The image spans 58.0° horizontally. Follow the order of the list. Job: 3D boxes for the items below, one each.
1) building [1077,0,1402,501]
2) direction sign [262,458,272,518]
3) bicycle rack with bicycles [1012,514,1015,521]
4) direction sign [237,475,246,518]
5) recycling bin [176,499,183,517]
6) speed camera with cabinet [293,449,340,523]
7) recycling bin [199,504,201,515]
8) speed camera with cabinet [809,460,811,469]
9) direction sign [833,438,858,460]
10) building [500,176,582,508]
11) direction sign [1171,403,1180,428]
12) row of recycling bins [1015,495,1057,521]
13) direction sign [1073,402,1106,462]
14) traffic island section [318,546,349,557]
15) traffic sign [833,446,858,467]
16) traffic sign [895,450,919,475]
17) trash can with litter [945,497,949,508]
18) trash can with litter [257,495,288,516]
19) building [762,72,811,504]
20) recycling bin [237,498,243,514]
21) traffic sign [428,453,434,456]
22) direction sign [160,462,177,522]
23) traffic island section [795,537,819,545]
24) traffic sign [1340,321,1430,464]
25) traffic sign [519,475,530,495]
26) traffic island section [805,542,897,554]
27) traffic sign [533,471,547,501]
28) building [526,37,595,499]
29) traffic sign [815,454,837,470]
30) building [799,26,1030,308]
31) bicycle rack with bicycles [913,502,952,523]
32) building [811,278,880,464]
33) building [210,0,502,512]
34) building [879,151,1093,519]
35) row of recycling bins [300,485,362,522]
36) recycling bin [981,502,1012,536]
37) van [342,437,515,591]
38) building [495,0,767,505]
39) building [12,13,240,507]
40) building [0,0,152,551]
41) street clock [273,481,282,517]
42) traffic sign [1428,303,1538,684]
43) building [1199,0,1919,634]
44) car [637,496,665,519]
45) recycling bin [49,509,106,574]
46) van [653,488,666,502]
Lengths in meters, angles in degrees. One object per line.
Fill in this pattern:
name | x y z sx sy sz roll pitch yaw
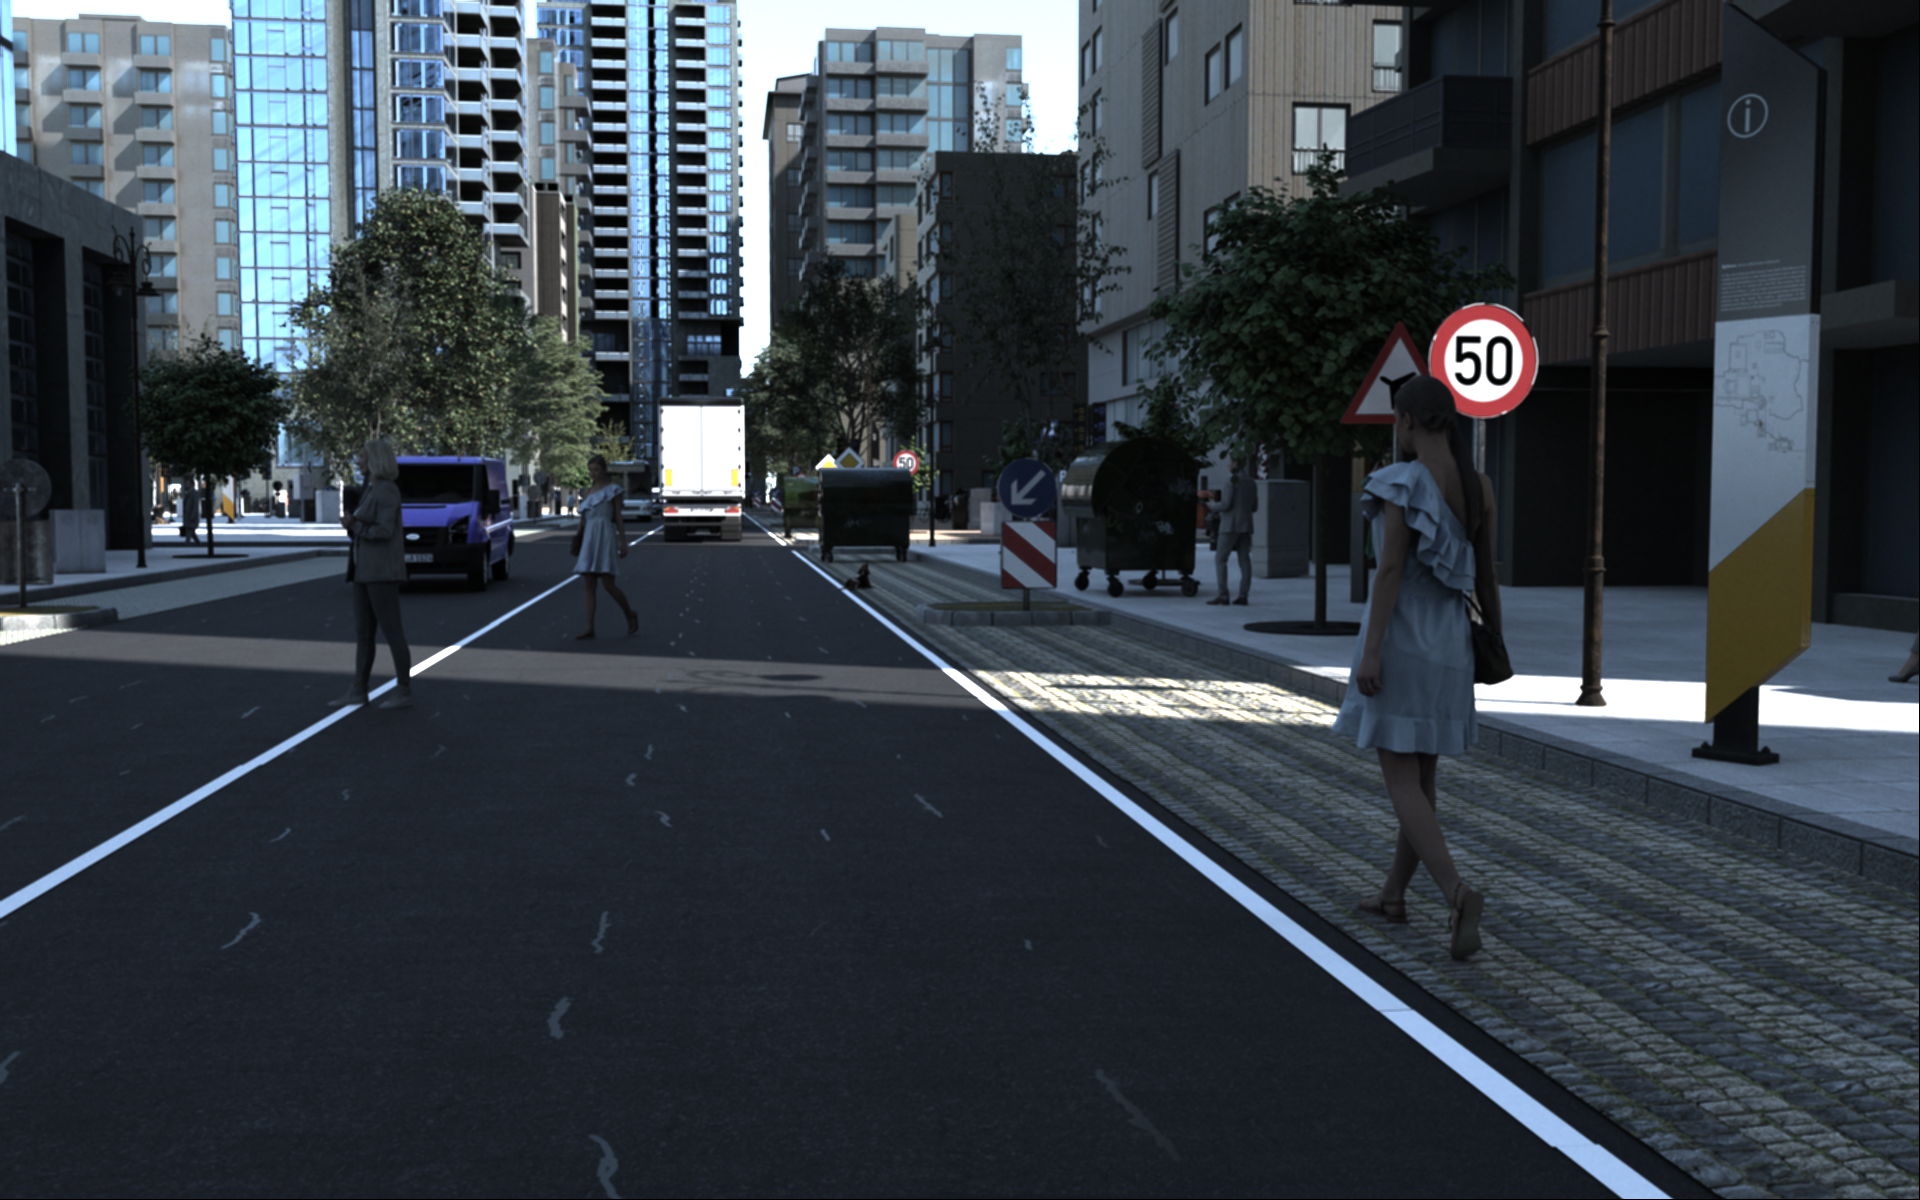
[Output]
building | 20.197 -29.383 69.648 27.495 52.752 28.713 0 4 -8
direction sign | -37.661 -6.247 94.141 0.876 3.537 0.379 3 4 38
bicycle rack with bicycles | 1.942 -3.652 73.086 2.925 0.926 2.852 -2 4 -29
direction sign | -39.048 -6.237 93.972 0.876 3.537 0.379 1 4 17
recycling bin | -42.950 -5.111 96.111 0.722 1.027 0.722 2 4 24
speed camera with cabinet | -28.350 -5.020 76.420 0.660 3.252 2.038 3 4 38
recycling bin | -46.485 -5.697 105.694 0.722 1.027 0.722 0 4 1
speed camera with cabinet | -8.942 -6.455 99.879 0.660 3.252 2.038 -1 4 -15
direction sign | -4.581 -4.808 70.615 0.876 3.537 0.379 -1 4 -17
building | -42.641 -23.705 159.279 14.160 30.474 14.107 0 4 -8
direction sign | 5.093 -3.125 43.094 0.876 3.537 0.379 -2 4 -28
row of recycling bins | 3.768 -3.566 65.416 3.534 1.692 1.069 -1 4 -16
direction sign | 3.207 -3.119 42.996 0.876 3.537 0.379 2 4 27
traffic island section | -13.792 -1.136 40.846 2.009 0.180 2.903 0 4 -8
traffic sign | -2.680 -2.453 42.304 0.795 2.593 0.064 0 4 -8
traffic sign | -1.553 -3.046 49.903 0.768 2.556 0.104 0 4 -6
trash can with litter | -0.279 -4.536 85.551 0.624 1.170 1.055 2 4 25
trash can with litter | -40.222 -5.533 101.516 1.678 1.210 2.233 -3 5 -41
building | -11.548 -38.963 226.279 27.495 52.752 28.713 0 4 -8
recycling bin | -45.950 -5.945 109.761 0.722 1.027 0.722 1 4 20
traffic sign | -14.873 -2.844 48.691 0.795 2.593 0.064 0 4 -8
direction sign | -36.227 -5.348 79.440 0.876 3.537 0.379 0 4 7
traffic island section | -3.761 -1.714 50.299 2.009 0.180 2.903 0 4 -8
traffic sign | 3.306 -0.803 13.126 0.884 2.594 0.081 0 4 -2
traffic sign | -23.016 -5.471 91.577 0.606 2.300 0.079 0 4 1
traffic island section | -2.657 -1.230 42.390 2.009 0.180 2.903 0 4 -8
traffic sign | -23.367 -5.887 96.359 0.768 2.556 0.104 0 4 1
building | -54.261 -34.345 181.149 30.456 49.044 23.786 0 4 -8
traffic sign | -3.784 -2.937 50.213 0.795 2.593 0.064 0 4 -8
building | -5.419 -34.466 183.127 23.786 49.044 30.456 0 4 -8
bicycle rack with bicycles | -0.677 -3.966 78.230 2.852 0.926 2.925 3 5 42
building | 1.070 -18.943 154.764 27.650 21.520 28.899 0 4 -8
building | -44.502 -50.270 134.580 22.319 86.520 31.000 0 4 -8
building | 10.466 -15.820 103.700 27.650 21.520 28.899 0 4 -8
row of recycling bins | -28.613 -4.447 79.817 3.534 1.692 1.069 0 4 -4
recycling bin | 1.114 -2.463 52.823 0.722 1.027 0.722 -3 4 -37
van | -8.220 -1.396 27.204 2.240 2.365 5.245 -1 4 -9
building | -40.397 -55.324 217.215 31.000 86.520 22.319 0 4 -8
building | -84.715 -34.042 176.188 30.456 49.044 23.786 0 4 -8
building | -32.822 -43.565 24.960 31.000 86.520 22.319 0 4 -8
street clock | -38.109 -5.638 96.758 0.358 2.002 0.471 2 4 31
traffic sign | 3.484 -0.706 11.645 0.768 2.556 0.104 0 4 -8
building | 17.475 -22.433 21.409 22.147 44.769 28.867 0 4 -8
car | -18.297 -5.514 102.735 1.945 1.354 3.894 -1 4 -10
recycling bin | -14.369 -0.957 28.199 0.722 1.027 0.722 -2 4 -35
van | -19.342 -6.413 111.869 2.013 2.044 4.112 -1 4 -9
